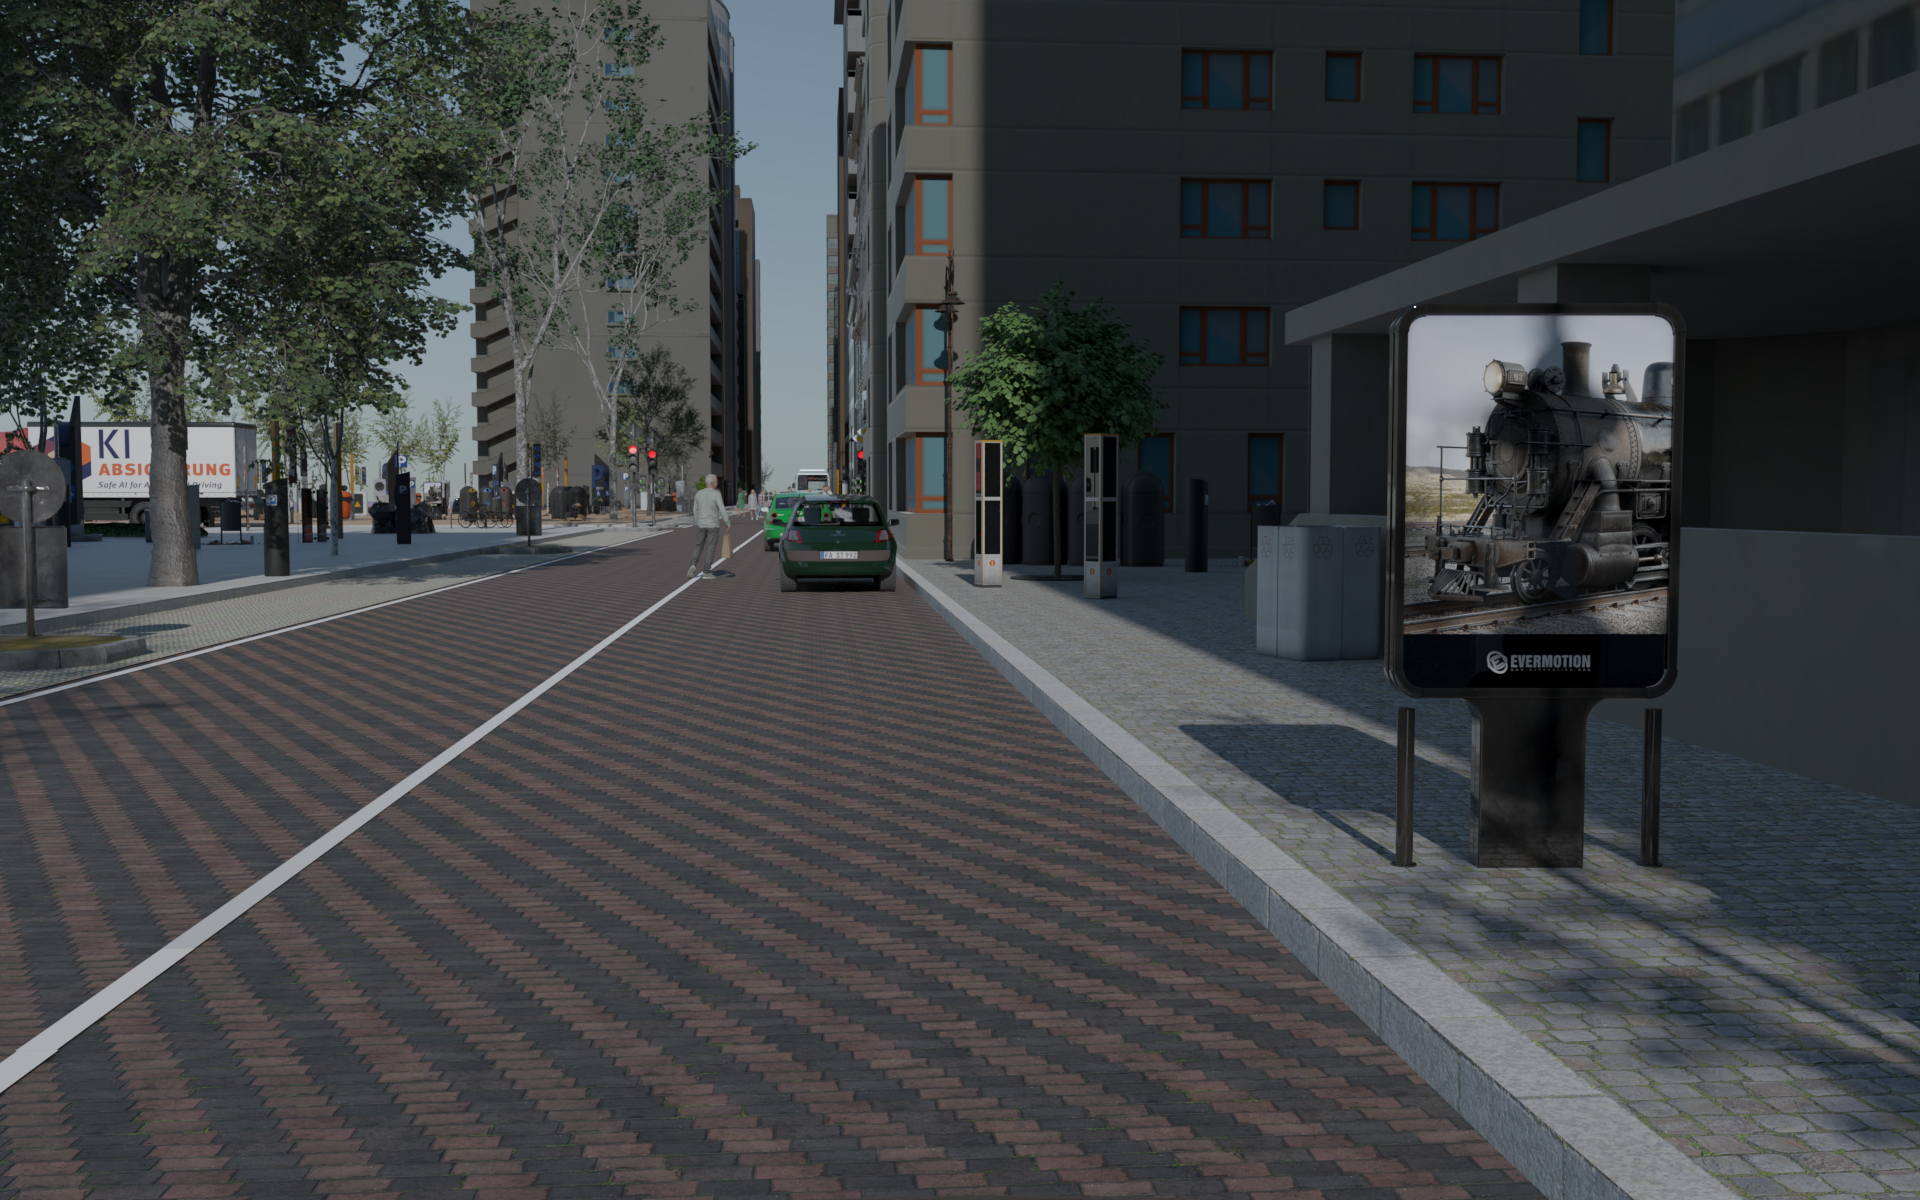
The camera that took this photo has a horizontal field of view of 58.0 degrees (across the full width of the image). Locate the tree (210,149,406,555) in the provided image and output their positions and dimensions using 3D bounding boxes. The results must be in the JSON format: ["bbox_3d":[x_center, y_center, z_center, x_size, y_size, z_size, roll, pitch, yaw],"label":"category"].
[{"bbox_3d":[-13.325,-5.259,36.344,4.360,8.622,3.978,0,3,0],"label":"tree"}]

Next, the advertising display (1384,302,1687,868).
[{"bbox_3d":[1.956,-0.044,5.931,0.974,1.923,0.123,0,4,0],"label":"advertising display"}]

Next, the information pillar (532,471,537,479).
[{"bbox_3d":[-36.197,-9.566,147.756,0.504,3.616,0.183,-1,4,-18],"label":"information pillar"}]

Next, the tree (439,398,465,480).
[{"bbox_3d":[-39.213,-11.009,130.363,4.737,8.622,4.395,0,3,0],"label":"tree"}]

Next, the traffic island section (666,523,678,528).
[{"bbox_3d":[-13.206,-3.196,74.540,2.009,0.180,2.903,0,4,-5],"label":"traffic island section"}]

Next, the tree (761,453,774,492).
[{"bbox_3d":[-35.207,-21.801,306.810,4.360,8.622,3.978,0,3,0],"label":"tree"}]

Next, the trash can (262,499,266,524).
[{"bbox_3d":[-21.199,-2.564,53.575,0.748,1.137,0.748,0,3,0],"label":"trash can"}]

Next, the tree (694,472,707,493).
[{"bbox_3d":[-22.153,-9.433,148.830,1.663,3.219,1.824,0,3,0],"label":"tree"}]

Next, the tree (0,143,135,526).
[{"bbox_3d":[-18.970,-5.179,35.037,4.360,8.622,3.978,0,3,0],"label":"tree"}]

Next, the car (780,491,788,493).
[{"bbox_3d":[-24.120,-14.104,239.265,2.281,1.827,5.304,0,4,-5],"label":"car"}]

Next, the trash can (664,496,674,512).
[{"bbox_3d":[-20.925,-6.903,124.520,0.748,1.137,0.748,0,3,0],"label":"trash can"}]

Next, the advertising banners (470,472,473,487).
[{"bbox_3d":[-39.921,-8.821,140.410,0.090,3.025,2.074,-3,4,-39],"label":"advertising banners"}]

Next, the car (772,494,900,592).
[{"bbox_3d":[-1.906,-1.036,26.732,2.009,1.686,4.222,0,4,-5],"label":"car"}]

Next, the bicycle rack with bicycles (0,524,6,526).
[{"bbox_3d":[-17.695,-1.030,30.215,2.925,0.926,2.852,-1,4,-10],"label":"bicycle rack with bicycles"}]

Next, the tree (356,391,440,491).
[{"bbox_3d":[-38.807,-10.360,119.746,4.737,8.622,4.395,0,3,0],"label":"tree"}]

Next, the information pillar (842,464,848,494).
[{"bbox_3d":[-9.084,-8.905,136.947,0.504,3.616,0.183,2,4,28],"label":"information pillar"}]

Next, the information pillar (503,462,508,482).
[{"bbox_3d":[-33.085,-8.248,126.206,0.504,3.616,0.183,3,5,43],"label":"information pillar"}]

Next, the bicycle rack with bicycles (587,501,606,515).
[{"bbox_3d":[-23.369,-5.707,106.691,2.852,0.926,2.925,-2,4,-31],"label":"bicycle rack with bicycles"}]

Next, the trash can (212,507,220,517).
[{"bbox_3d":[-41.284,-5.184,96.406,0.748,1.137,0.748,0,3,0],"label":"trash can"}]

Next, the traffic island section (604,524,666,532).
[{"bbox_3d":[-12.533,-2.710,66.583,2.009,0.180,2.903,0,4,-5],"label":"traffic island section"}]

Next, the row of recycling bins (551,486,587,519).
[{"bbox_3d":[-20.438,-5.087,90.291,1.069,1.692,3.534,-2,4,-33],"label":"row of recycling bins"}]

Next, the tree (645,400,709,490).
[{"bbox_3d":[-21.078,-11.054,131.095,4.360,8.622,3.978,0,3,0],"label":"tree"}]

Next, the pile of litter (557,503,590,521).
[{"bbox_3d":[-18.251,-4.176,82.248,1.719,0.858,1.176,1,4,18],"label":"pile of litter"}]

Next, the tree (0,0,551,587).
[{"bbox_3d":[-10.907,-7.169,23.861,9.857,13.997,8.962,0,3,0],"label":"tree"}]

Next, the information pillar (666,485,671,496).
[{"bbox_3d":[-23.027,-8.095,136.848,0.304,2.012,0.304,3,5,42],"label":"information pillar"}]

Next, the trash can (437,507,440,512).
[{"bbox_3d":[-32.842,-5.913,108.339,0.748,1.137,0.748,0,3,0],"label":"trash can"}]

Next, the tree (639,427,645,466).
[{"bbox_3d":[-24.516,-11.783,143.018,4.360,8.622,3.978,0,3,0],"label":"tree"}]

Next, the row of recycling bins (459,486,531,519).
[{"bbox_3d":[-23.877,-5.007,88.970,3.534,1.692,1.069,-1,4,-20],"label":"row of recycling bins"}]

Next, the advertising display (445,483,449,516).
[{"bbox_3d":[-30.283,-5.930,102.172,0.123,1.923,0.974,-1,4,-8],"label":"advertising display"}]

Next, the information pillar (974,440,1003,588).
[{"bbox_3d":[0.392,-1.180,23.779,0.304,2.012,0.304,-1,4,-20],"label":"information pillar"}]

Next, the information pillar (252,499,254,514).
[{"bbox_3d":[-44.398,-6.394,109.028,0.304,2.012,0.304,-2,4,-31],"label":"information pillar"}]

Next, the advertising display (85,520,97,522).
[{"bbox_3d":[-40.331,-4.581,80.114,0.974,1.923,0.123,1,4,17],"label":"advertising display"}]

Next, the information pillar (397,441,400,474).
[{"bbox_3d":[-24.553,-5.161,75.731,0.183,3.616,0.504,-1,4,-15],"label":"information pillar"}]

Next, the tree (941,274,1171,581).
[{"bbox_3d":[1.450,-2.597,26.169,4.285,4.588,4.351,0,3,0],"label":"tree"}]

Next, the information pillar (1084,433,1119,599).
[{"bbox_3d":[1.729,-1.022,21.210,0.304,2.012,0.304,-3,4,-39],"label":"information pillar"}]

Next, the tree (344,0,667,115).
[{"bbox_3d":[-13.527,-12.303,57.050,12.611,20.169,13.585,0,3,0],"label":"tree"}]

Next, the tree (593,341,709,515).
[{"bbox_3d":[-18.529,-10.404,104.514,7.601,10.594,8.767,-3,5,-39],"label":"tree"}]

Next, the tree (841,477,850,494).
[{"bbox_3d":[-9.782,-9.665,152.632,1.663,3.219,1.824,0,3,0],"label":"tree"}]

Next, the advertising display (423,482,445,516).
[{"bbox_3d":[-27.726,-5.254,91.118,0.974,1.923,0.123,0,4,1],"label":"advertising display"}]

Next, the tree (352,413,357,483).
[{"bbox_3d":[-44.628,-10.759,126.265,4.737,8.622,4.395,0,3,0],"label":"tree"}]

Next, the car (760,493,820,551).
[{"bbox_3d":[-4.163,-2.194,44.667,1.959,1.807,4.718,0,4,-6],"label":"car"}]

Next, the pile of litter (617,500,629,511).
[{"bbox_3d":[-26.244,-7.357,134.252,1.176,0.858,1.719,0,4,3],"label":"pile of litter"}]

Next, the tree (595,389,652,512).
[{"bbox_3d":[-23.050,-10.403,120.458,4.737,8.622,4.395,0,3,0],"label":"tree"}]

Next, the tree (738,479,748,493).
[{"bbox_3d":[-28.222,-14.011,223.679,1.663,3.219,1.824,0,3,0],"label":"tree"}]

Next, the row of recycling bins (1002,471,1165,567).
[{"bbox_3d":[2.003,-1.482,31.337,3.534,1.692,1.069,2,4,24],"label":"row of recycling bins"}]

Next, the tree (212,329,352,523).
[{"bbox_3d":[-29.546,-7.665,75.689,4.737,8.622,4.395,0,3,0],"label":"tree"}]

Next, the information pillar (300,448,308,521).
[{"bbox_3d":[-30.931,-5.523,81.659,0.183,3.616,0.504,1,4,12],"label":"information pillar"}]

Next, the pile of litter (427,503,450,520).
[{"bbox_3d":[-26.183,-4.403,85.950,1.719,0.858,1.176,2,4,24],"label":"pile of litter"}]

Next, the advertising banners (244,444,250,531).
[{"bbox_3d":[-25.014,-3.946,60.709,0.090,3.025,2.074,-1,4,-19],"label":"advertising banners"}]

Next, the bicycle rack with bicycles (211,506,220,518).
[{"bbox_3d":[-40.471,-4.871,93.030,2.925,0.926,2.852,-1,4,-16],"label":"bicycle rack with bicycles"}]

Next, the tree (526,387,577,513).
[{"bbox_3d":[-28.588,-10.375,119.991,4.360,8.622,3.978,0,3,0],"label":"tree"}]

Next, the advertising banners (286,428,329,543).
[{"bbox_3d":[-17.232,-3.028,45.703,0.090,3.025,2.074,1,4,8],"label":"advertising banners"}]

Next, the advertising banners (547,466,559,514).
[{"bbox_3d":[-25.877,-6.977,110.254,0.090,3.025,2.074,-2,4,-33],"label":"advertising banners"}]

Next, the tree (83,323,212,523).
[{"bbox_3d":[-35.486,-7.585,74.369,4.737,8.622,4.395,0,3,0],"label":"tree"}]
